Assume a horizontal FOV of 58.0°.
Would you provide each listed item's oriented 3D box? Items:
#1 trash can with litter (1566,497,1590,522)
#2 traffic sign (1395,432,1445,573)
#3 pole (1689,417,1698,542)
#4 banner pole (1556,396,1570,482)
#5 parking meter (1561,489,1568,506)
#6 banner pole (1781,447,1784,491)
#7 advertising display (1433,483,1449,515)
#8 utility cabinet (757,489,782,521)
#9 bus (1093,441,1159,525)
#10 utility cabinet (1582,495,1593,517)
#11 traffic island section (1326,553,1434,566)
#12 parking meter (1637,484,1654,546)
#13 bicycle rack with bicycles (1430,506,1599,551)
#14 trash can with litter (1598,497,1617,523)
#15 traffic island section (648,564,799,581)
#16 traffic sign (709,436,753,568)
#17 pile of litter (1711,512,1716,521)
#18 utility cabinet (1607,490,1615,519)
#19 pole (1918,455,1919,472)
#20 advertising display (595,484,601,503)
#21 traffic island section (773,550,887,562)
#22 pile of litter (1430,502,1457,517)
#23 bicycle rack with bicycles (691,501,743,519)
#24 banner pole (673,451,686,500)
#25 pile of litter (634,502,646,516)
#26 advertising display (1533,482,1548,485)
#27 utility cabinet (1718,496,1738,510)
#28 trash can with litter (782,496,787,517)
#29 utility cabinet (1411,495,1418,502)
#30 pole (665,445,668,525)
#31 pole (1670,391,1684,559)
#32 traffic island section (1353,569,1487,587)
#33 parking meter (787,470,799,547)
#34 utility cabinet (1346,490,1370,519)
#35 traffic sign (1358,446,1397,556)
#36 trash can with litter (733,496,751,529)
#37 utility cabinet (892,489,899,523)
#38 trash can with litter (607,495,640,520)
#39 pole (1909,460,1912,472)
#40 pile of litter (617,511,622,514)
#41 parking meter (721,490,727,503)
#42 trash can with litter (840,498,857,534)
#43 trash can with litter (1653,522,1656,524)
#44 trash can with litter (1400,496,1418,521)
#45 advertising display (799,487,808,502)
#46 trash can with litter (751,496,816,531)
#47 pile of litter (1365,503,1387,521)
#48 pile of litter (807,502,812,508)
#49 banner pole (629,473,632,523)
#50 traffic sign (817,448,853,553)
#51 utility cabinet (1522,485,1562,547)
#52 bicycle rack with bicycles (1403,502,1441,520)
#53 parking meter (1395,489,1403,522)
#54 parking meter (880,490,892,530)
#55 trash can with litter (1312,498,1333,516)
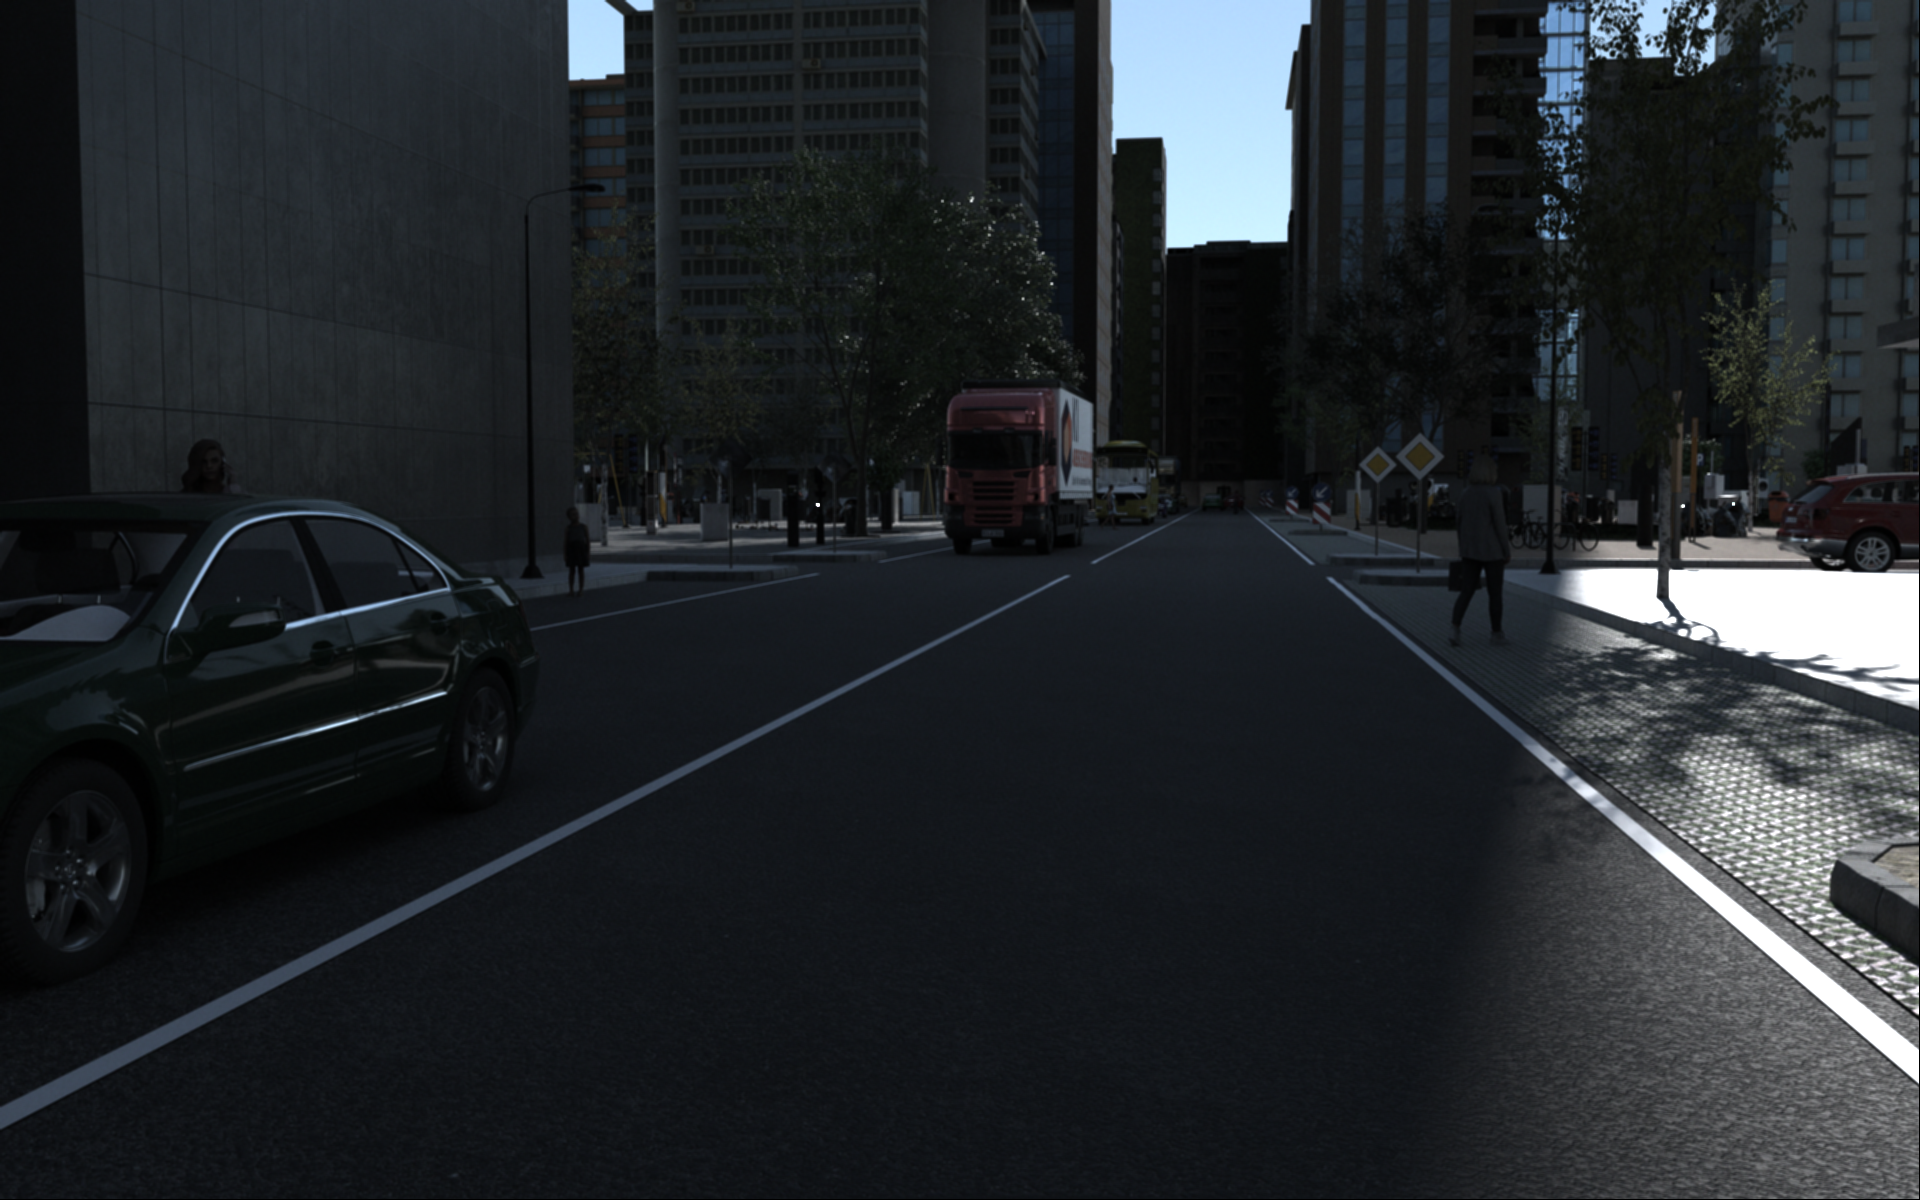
[{"bbox_3d":[25.426,-3.652,71.104,1.055,1.170,0.624,2,4,26],"label":"trash can with litter"},{"bbox_3d":[7.449,-1.497,28.111,0.795,2.450,0.064,1,4,9],"label":"traffic sign"},{"bbox_3d":[19.555,-3.201,46.171,0.158,3.312,0.155,0,3,0],"label":"pole"},{"bbox_3d":[14.989,-3.266,43.410,0.401,3.779,0.863,-1,4,-16],"label":"banner pole"},{"bbox_3d":[27.566,-4.321,79.063,0.372,1.533,0.369,0,3,0],"label":"parking meter"},{"bbox_3d":[44.051,-6.292,92.883,0.401,3.779,0.863,1,4,23],"label":"banner pole"},{"bbox_3d":[28.408,-5.942,102.365,0.974,1.923,0.123,0,4,-7],"label":"advertising display"},{"bbox_3d":[-9.015,-4.484,81.999,1.173,1.500,0.318,1,4,20],"label":"utility cabinet"},{"bbox_3d":[8.087,-5.616,83.361,2.896,3.916,12.252,1,4,8],"label":"bus"},{"bbox_3d":[35.803,-5.365,98.878,0.306,1.237,1.020,2,4,35],"label":"utility cabinet"},{"bbox_3d":[8.695,-0.844,36.076,2.009,0.180,2.903,1,4,9],"label":"traffic island section"},{"bbox_3d":[16.926,-2.101,42.769,0.372,1.533,0.369,0,3,0],"label":"parking meter"},{"bbox_3d":[12.920,-1.628,39.994,2.852,0.926,2.925,-1,4,-13],"label":"bicycle rack with bicycles"},{"bbox_3d":[27.572,-3.783,73.236,1.055,1.170,0.624,0,4,-5],"label":"trash can with litter"},{"bbox_3d":[-3.981,-0.469,29.956,2.009,0.180,2.903,1,4,9],"label":"traffic island section"},{"bbox_3d":[-3.957,-1.605,29.891,0.795,2.450,0.064,1,4,9],"label":"traffic sign"},{"bbox_3d":[37.089,-4.277,83.901,1.176,0.858,1.719,-3,5,-42],"label":"pile of litter"},{"bbox_3d":[33.047,-4.849,87.963,0.318,1.500,1.173,1,4,16],"label":"utility cabinet"},{"bbox_3d":[49.789,-5.878,89.942,0.158,3.312,0.155,0,3,0],"label":"pole"},{"bbox_3d":[-22.314,-6.227,107.024,0.123,1.923,0.974,0,4,8],"label":"advertising display"},{"bbox_3d":[-2.759,-0.952,37.848,2.009,0.180,2.903,1,4,9],"label":"traffic island section"},{"bbox_3d":[25.893,-4.717,91.083,1.719,0.858,1.176,3,5,44],"label":"pile of litter"},{"bbox_3d":[-12.334,-4.669,89.721,2.925,0.926,2.852,-3,5,-41],"label":"bicycle rack with bicycles"},{"bbox_3d":[-16.218,-6.795,101.120,0.401,3.779,0.863,3,5,39],"label":"banner pole"},{"bbox_3d":[-19.216,-5.538,104.515,1.176,0.858,1.719,1,4,21],"label":"pile of litter"},{"bbox_3d":[30.874,-5.293,91.752,0.974,1.923,0.123,0,4,7],"label":"advertising display"},{"bbox_3d":[28.282,-3.221,63.825,0.306,1.237,1.020,0,4,-1],"label":"utility cabinet"},{"bbox_3d":[-9.619,-5.279,97.698,1.055,1.170,0.624,1,4,11],"label":"trash can with litter"},{"bbox_3d":[26.549,-5.512,101.287,0.306,1.237,1.020,0,4,8],"label":"utility cabinet"},{"bbox_3d":[-12.267,-4.775,71.906,0.158,3.312,0.155,0,3,0],"label":"pole"},{"bbox_3d":[14.160,-2.471,34.243,0.158,3.312,0.155,0,3,0],"label":"pole"},{"bbox_3d":[7.474,-0.361,28.185,2.009,0.180,2.903,1,4,9],"label":"traffic island section"},{"bbox_3d":[-4.048,-2.221,42.027,0.255,1.863,0.399,0,4,0],"label":"parking meter"},{"bbox_3d":[20.589,-4.944,89.518,1.173,1.500,0.318,1,4,9],"label":"utility cabinet"},{"bbox_3d":[8.671,-1.979,36.003,0.795,2.450,0.064,1,4,9],"label":"traffic sign"},{"bbox_3d":[-7.590,-3.236,63.967,2.233,1.210,1.678,1,4,16],"label":"trash can with litter"},{"bbox_3d":[-2.968,-4.171,76.876,0.318,1.500,1.173,0,4,7],"label":"utility cabinet"},{"bbox_3d":[-17.237,-4.653,87.128,2.233,1.210,1.678,1,4,14],"label":"trash can with litter"},{"bbox_3d":[56.831,-6.719,103.693,0.158,3.312,0.155,0,3,0],"label":"pole"},{"bbox_3d":[-22.422,-5.929,110.910,1.719,0.858,1.176,0,4,-6],"label":"pile of litter"},{"bbox_3d":[-13.386,-5.476,97.951,0.372,1.533,0.369,0,3,0],"label":"parking meter"},{"bbox_3d":[-3.542,-2.667,54.988,0.624,1.170,1.055,-2,4,-25],"label":"trash can with litter"},{"bbox_3d":[26.770,-3.414,66.874,1.678,1.210,2.233,2,4,34],"label":"trash can with litter"},{"bbox_3d":[18.670,-3.708,72.008,1.055,1.170,0.624,1,4,13],"label":"trash can with litter"},{"bbox_3d":[-10.448,-6.655,114.030,0.974,1.923,0.123,-2,4,-28],"label":"advertising display"},{"bbox_3d":[-5.975,-3.023,60.481,2.233,1.210,1.678,0,4,2],"label":"trash can with litter"},{"bbox_3d":[20.213,-4.278,83.914,1.176,0.858,1.719,1,4,18],"label":"pile of litter"},{"bbox_3d":[-9.151,-5.376,101.859,1.176,0.858,1.719,3,4,38],"label":"pile of litter"},{"bbox_3d":[-14.415,-5.248,75.819,0.401,3.779,0.863,0,4,-4],"label":"banner pole"},{"bbox_3d":[-2.735,-2.088,37.783,0.795,2.450,0.064,1,4,9],"label":"traffic sign"},{"bbox_3d":[14.125,-2.039,42.020,0.318,1.500,1.173,-1,4,-15],"label":"utility cabinet"},{"bbox_3d":[22.489,-4.301,83.704,2.852,0.926,2.925,0,4,1],"label":"bicycle rack with bicycles"},{"bbox_3d":[20.522,-4.437,80.962,0.372,1.533,0.369,0,3,0],"label":"parking meter"},{"bbox_3d":[-2.632,-3.429,61.780,0.399,1.863,0.255,0,4,7],"label":"parking meter"},{"bbox_3d":[20.262,-5.226,96.831,1.055,1.170,0.624,0,4,-7],"label":"trash can with litter"}]
